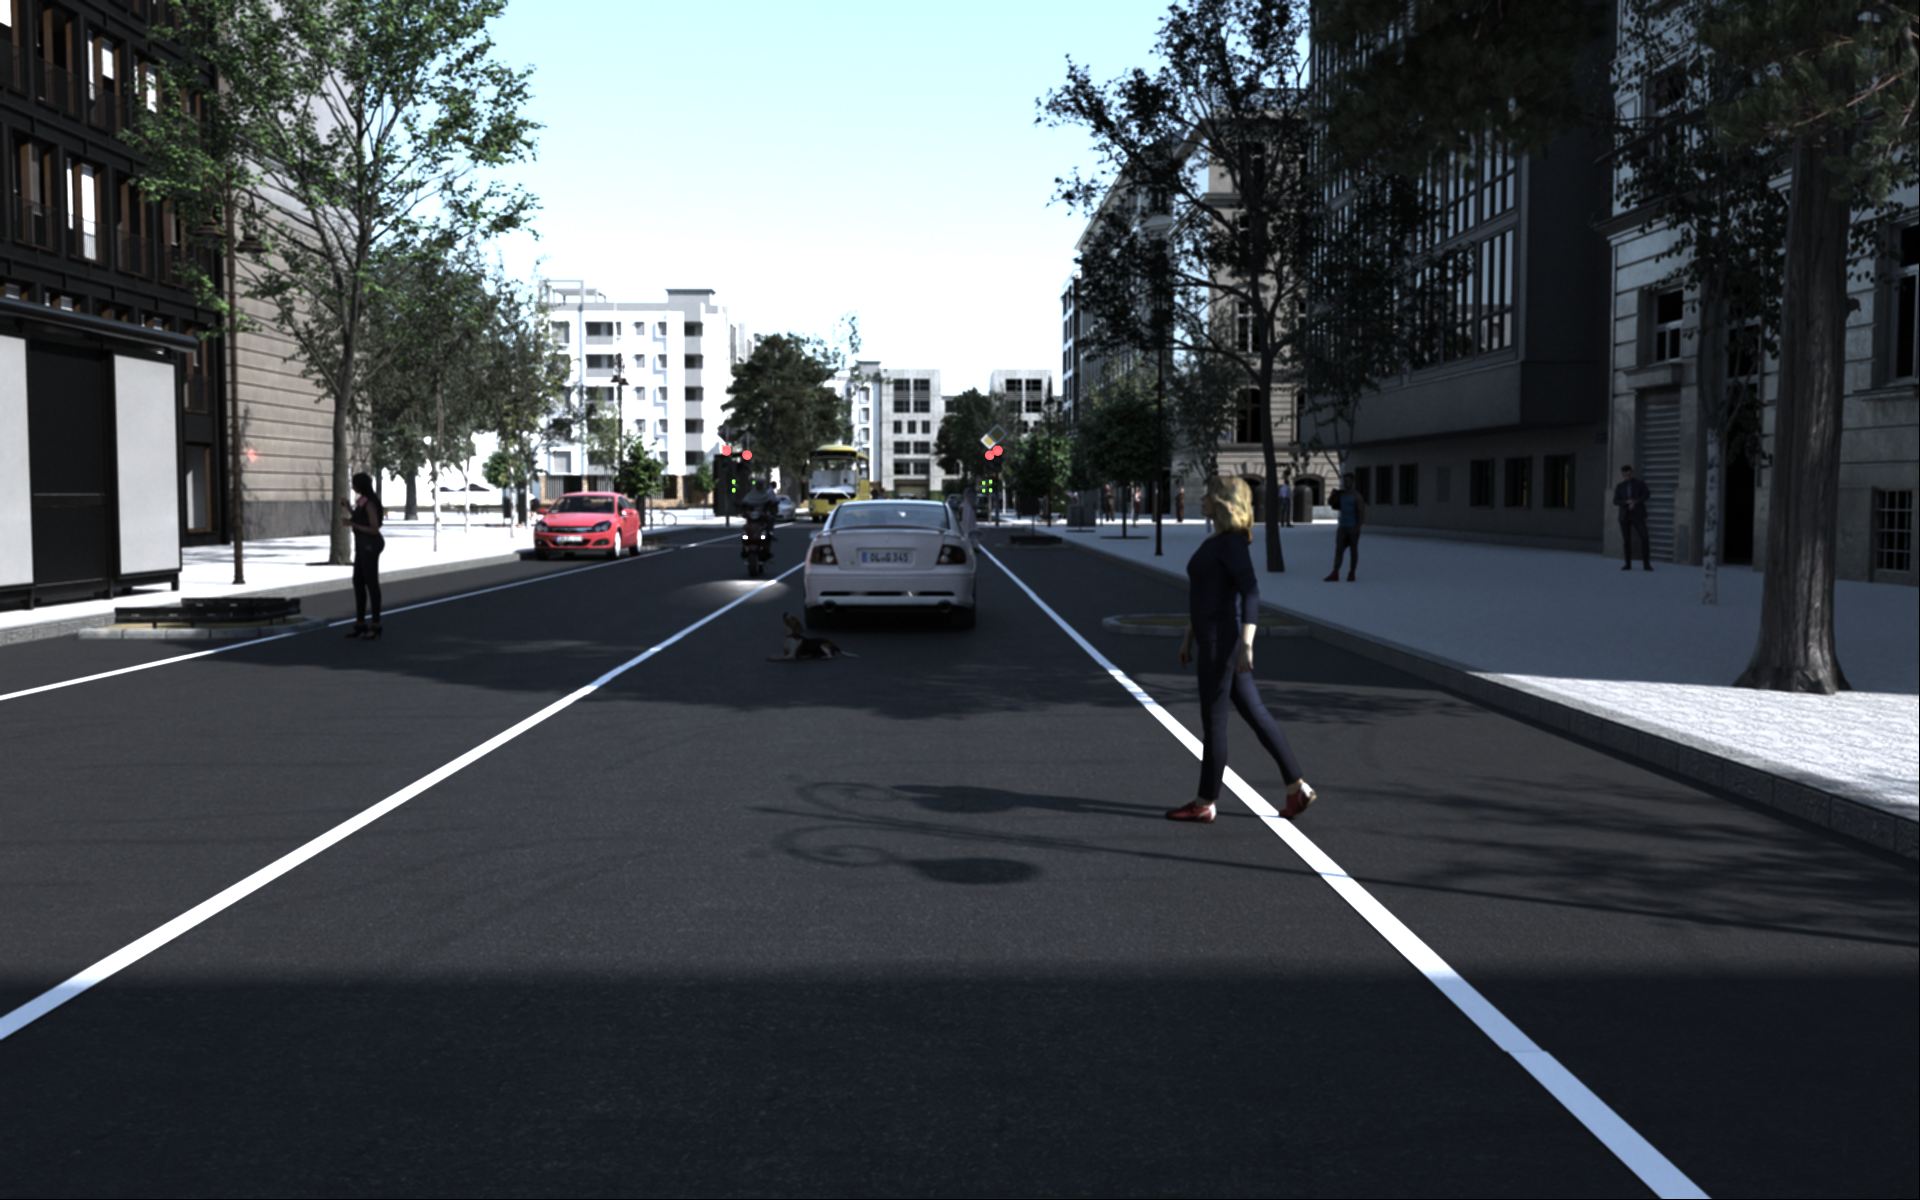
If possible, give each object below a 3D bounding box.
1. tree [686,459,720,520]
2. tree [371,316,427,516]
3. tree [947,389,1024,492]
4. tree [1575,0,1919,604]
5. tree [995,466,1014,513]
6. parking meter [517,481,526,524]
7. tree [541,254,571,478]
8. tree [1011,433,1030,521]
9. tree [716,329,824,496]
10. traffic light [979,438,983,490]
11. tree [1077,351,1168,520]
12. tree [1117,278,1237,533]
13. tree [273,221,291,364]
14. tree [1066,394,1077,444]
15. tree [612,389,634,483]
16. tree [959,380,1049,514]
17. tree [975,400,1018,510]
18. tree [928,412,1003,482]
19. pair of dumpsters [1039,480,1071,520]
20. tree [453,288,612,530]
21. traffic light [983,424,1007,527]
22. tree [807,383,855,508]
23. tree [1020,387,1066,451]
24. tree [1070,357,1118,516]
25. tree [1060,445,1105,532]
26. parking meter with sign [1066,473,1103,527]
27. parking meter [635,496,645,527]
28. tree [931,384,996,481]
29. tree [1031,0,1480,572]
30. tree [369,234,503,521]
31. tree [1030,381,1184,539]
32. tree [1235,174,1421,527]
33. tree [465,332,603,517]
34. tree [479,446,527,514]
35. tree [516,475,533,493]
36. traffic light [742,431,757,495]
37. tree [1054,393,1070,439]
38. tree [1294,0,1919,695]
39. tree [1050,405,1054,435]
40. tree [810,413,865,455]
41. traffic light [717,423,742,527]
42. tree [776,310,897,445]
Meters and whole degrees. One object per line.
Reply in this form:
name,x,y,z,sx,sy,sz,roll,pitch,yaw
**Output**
tree,-12.650,-5.610,86.329,1.663,3.219,1.824,0,3,0
tree,-33.327,-10.826,99.058,6.751,12.117,7.091,0,3,0
tree,2.533,-14.953,170.230,9.928,11.665,9.643,0,3,0
tree,8.959,-4.250,19.842,4.360,8.622,3.978,0,3,0
tree,3.046,-7.471,116.752,1.663,3.219,1.824,0,3,0
parking meter,-18.898,-4.227,74.822,0.399,1.863,0.255,-1,4,-19
tree,-13.118,-6.097,50.043,4.360,8.622,3.978,0,3,0
tree,3.950,-6.016,82.069,4.285,4.588,4.351,0,3,0
tree,-12.665,-11.745,114.087,6.751,12.117,7.091,0,3,0
traffic light,1.279,-5.315,76.153,0.839,4.213,0.868,0,4,-1
tree,8.377,-8.297,86.019,4.737,8.622,4.395,0,3,0
tree,8.073,-6.550,57.456,4.360,8.622,3.978,0,3,0
tree,-15.377,-5.721,43.896,4.360,8.622,3.978,0,3,0
tree,8.781,-8.985,97.270,4.737,8.622,4.395,0,3,0
tree,-23.238,-10.018,114.157,4.737,8.622,4.395,0,3,0
tree,2.653,-9.847,111.368,4.360,8.622,3.978,0,3,0
tree,3.243,-11.323,135.499,4.737,8.622,4.395,0,3,0
tree,0.912,-18.843,218.445,12.009,13.543,11.850,0,3,0
pair of dumpsters,4.840,-5.206,87.606,1.574,2.255,4.436,0,4,-1
tree,-15.572,-6.782,61.245,4.737,8.622,4.395,0,3,0
traffic light,1.446,-4.827,68.169,0.839,4.213,0.868,0,4,-1
tree,-13.674,-14.414,161.421,9.928,11.665,9.643,0,3,0
tree,6.537,-10.300,118.767,4.737,8.622,4.395,0,3,0
tree,8.434,-8.602,91.011,4.360,8.622,3.978,0,3,0
tree,3.984,-3.913,58.578,1.663,3.219,1.824,0,3,0
parking meter with sign,4.974,-4.403,68.254,1.738,3.016,0.543,-3,4,-38
parking meter,-12.444,-3.611,67.443,0.372,1.533,0.369,0,3,0
tree,0.663,-17.871,199.619,7.806,13.903,7.818,0,3,0
tree,4.894,-5.749,28.411,7.601,10.594,8.767,1,4,19
tree,-26.620,-10.800,83.239,9.857,13.997,8.962,0,3,0
tree,4.865,-4.068,50.228,4.285,4.588,4.351,0,3,0
tree,8.696,-5.458,39.603,4.360,8.622,3.978,0,3,0
tree,-24.039,-9.957,97.202,8.767,10.594,7.601,0,3,0
tree,-29.555,-7.888,112.680,4.285,4.588,4.351,0,3,0
tree,-37.164,-9.339,147.289,1.663,3.219,1.824,0,3,0
traffic light,-9.279,-5.301,75.918,0.839,4.213,0.868,0,4,-1
tree,8.427,-9.316,102.675,4.360,8.622,3.978,0,3,0
tree,5.840,-6.338,11.047,7.806,13.903,7.818,0,3,0
tree,7.484,-10.801,126.955,4.360,8.622,3.978,0,3,0
tree,-13.906,-15.648,190.249,8.767,10.594,7.601,1,4,20
traffic light,-9.113,-4.813,67.935,0.839,4.213,0.868,0,4,-1
tree,-13.172,-19.664,177.387,12.611,20.169,13.585,0,3,0
